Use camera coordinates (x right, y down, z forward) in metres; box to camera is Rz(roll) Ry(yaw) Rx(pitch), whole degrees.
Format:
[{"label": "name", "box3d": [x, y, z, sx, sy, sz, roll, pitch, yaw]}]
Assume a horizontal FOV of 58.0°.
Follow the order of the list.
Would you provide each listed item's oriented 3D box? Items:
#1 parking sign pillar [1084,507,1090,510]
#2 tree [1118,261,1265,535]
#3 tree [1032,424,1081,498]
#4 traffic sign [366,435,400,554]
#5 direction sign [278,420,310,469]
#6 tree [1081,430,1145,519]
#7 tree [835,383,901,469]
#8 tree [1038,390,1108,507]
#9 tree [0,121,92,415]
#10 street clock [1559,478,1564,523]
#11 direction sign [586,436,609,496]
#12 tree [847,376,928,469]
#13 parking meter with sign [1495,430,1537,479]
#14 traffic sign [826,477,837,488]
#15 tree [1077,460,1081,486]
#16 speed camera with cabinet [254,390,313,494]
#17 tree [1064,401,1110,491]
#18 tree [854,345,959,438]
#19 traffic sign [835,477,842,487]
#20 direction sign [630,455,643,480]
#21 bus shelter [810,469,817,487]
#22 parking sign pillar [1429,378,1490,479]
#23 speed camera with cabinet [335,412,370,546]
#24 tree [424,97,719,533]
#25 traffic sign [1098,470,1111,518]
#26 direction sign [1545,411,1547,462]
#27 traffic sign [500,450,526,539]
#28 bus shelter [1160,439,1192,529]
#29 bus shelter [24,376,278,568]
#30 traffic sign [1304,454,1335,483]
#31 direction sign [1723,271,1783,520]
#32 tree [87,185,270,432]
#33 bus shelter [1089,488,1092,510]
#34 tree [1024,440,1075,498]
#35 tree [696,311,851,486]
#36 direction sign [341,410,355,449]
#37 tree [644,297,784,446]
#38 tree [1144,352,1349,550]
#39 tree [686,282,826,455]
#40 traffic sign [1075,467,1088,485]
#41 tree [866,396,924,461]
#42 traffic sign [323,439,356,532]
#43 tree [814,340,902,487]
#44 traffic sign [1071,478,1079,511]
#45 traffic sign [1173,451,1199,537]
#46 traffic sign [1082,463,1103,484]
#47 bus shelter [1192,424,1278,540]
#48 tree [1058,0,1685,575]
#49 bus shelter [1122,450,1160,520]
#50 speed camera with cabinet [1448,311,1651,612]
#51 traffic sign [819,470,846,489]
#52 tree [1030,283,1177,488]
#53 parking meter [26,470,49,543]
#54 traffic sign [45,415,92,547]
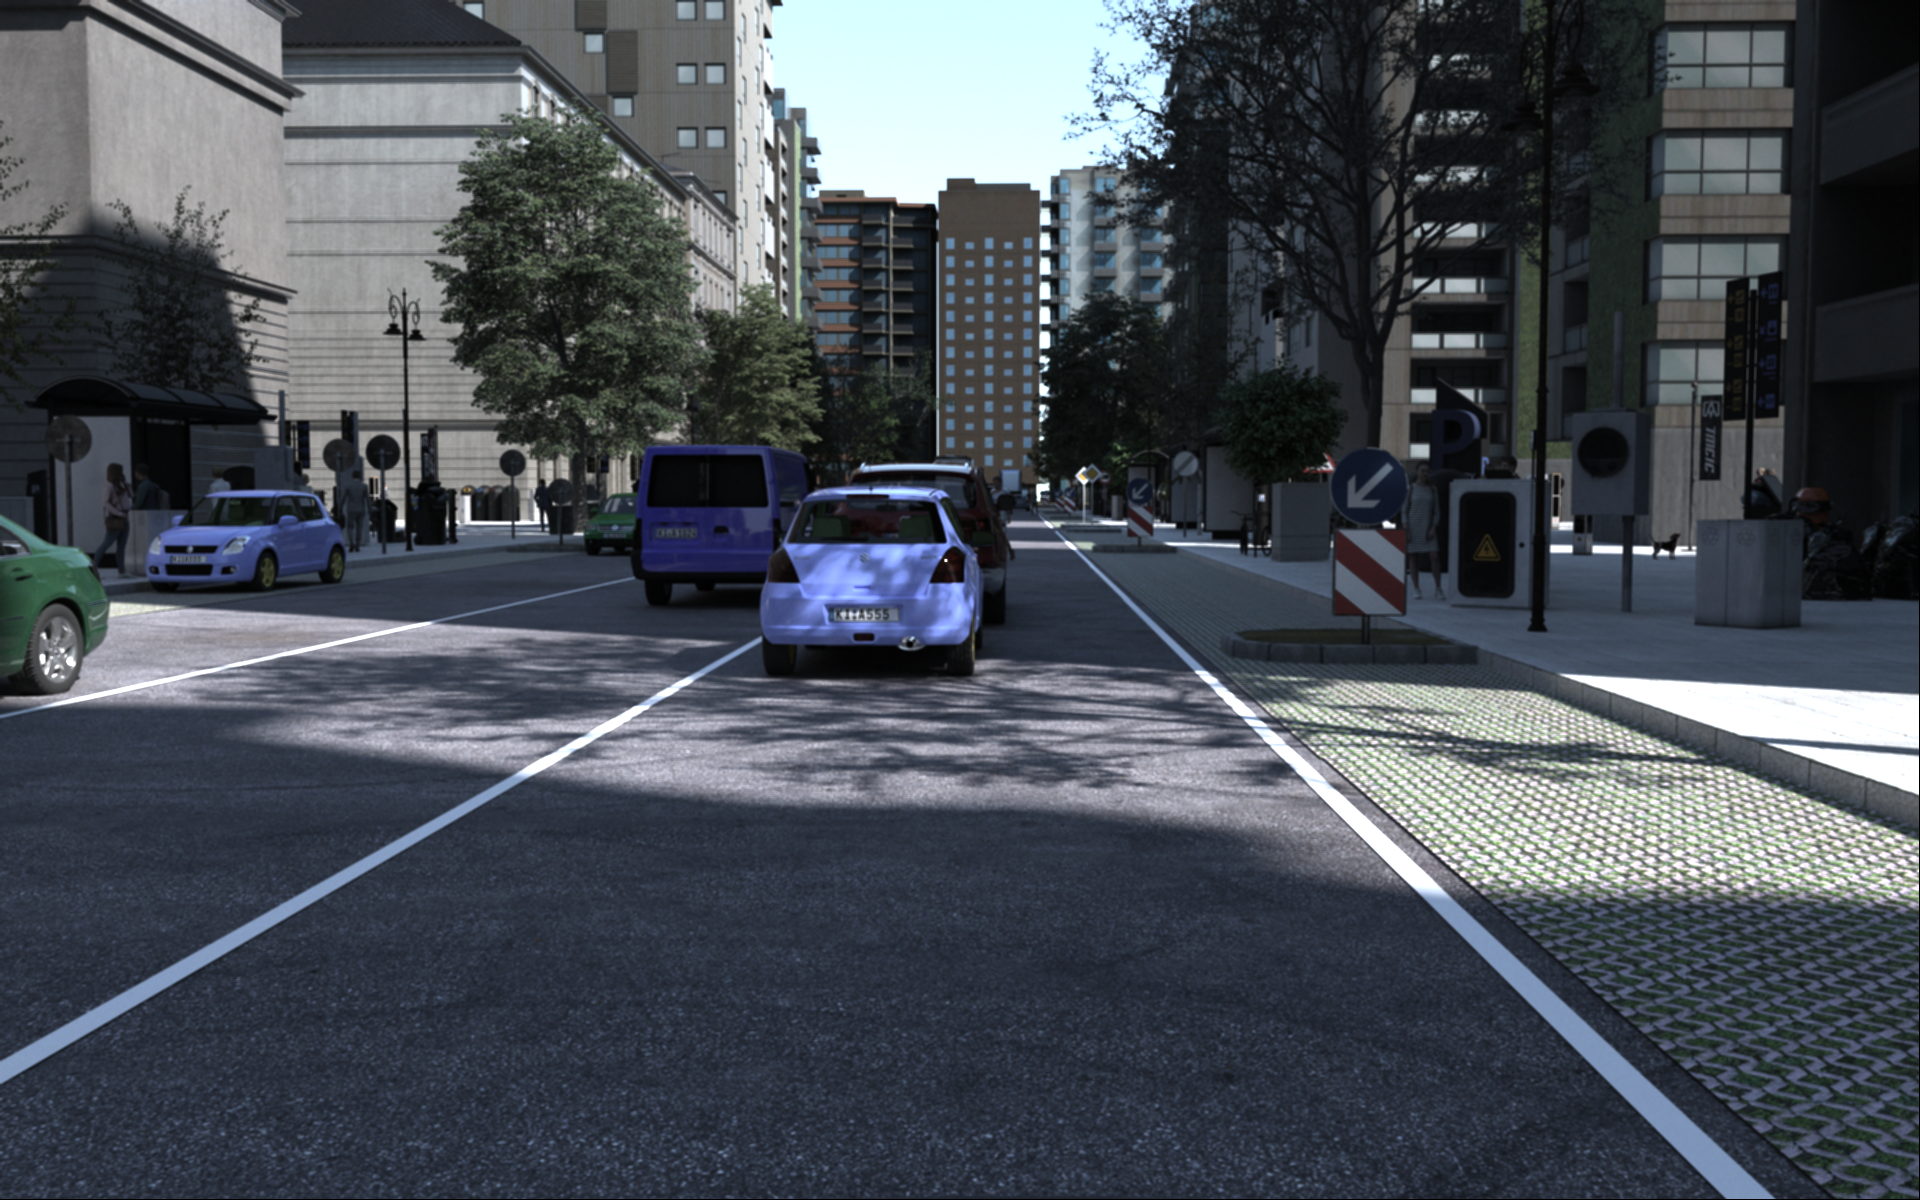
[{"label": "parking sign pillar", "box3d": [10.976, -9.481, 143.478, 1.447, 3.967, 1.447, 1, 4, 10]}, {"label": "tree", "box3d": [7.292, -6.352, 54.221, 4.360, 8.622, 3.978, 0, 3, 0]}, {"label": "tree", "box3d": [13.219, -18.630, 222.721, 7.486, 12.596, 7.792, 0, 3, 0]}, {"label": "traffic sign", "box3d": [-12.373, -2.265, 37.141, 0.768, 2.556, 0.104, 0, 4, 6]}, {"label": "direction sign", "box3d": [-20.410, -3.741, 53.168, 0.876, 3.537, 0.379, -1, 4, -16]}, {"label": "tree", "box3d": [8.834, -6.413, 88.566, 4.285, 4.588, 4.351, 0, 3, 0]}, {"label": "tree", "box3d": [-9.157, -14.390, 161.032, 9.928, 11.665, 9.643, 0, 3, 0]}, {"label": "tree", "box3d": [11.264, -14.669, 165.589, 9.928, 11.665, 9.643, 0, 3, 0]}, {"label": "tree", "box3d": [-19.126, -5.050, 32.923, 4.737, 8.622, 4.395, 0, 3, 0]}, {"label": "street clock", "box3d": [26.911, -4.485, 77.895, 0.471, 2.002, 0.358, -2, 4, -30]}, {"label": "direction sign", "box3d": [-13.423, -4.418, 64.224, 0.876, 3.537, 0.379, -3, 4, -36]}, {"label": "tree", "box3d": [-8.127, -17.085, 185.997, 9.857, 13.997, 8.962, 0, 3, 0]}, {"label": "parking meter with sign", "box3d": [14.741, -3.114, 47.173, 1.738, 3.016, 0.543, 1, 4, 11]}, {"label": "traffic sign", "box3d": [-9.469, -7.793, 127.518, 0.768, 2.556, 0.104, 1, 4, 11]}, {"label": "tree", "box3d": [9.375, -8.213, 117.988, 4.285, 4.588, 4.351, 0, 3, 0]}, {"label": "speed camera with cabinet", "box3d": [-13.188, -2.412, 33.771, 0.660, 3.252, 2.038, 0, 4, -6]}, {"label": "tree", "box3d": [9.755, -10.923, 128.952, 4.737, 8.622, 4.395, 0, 3, 0]}, {"label": "tree", "box3d": [-6.431, -22.220, 219.191, 12.611, 20.169, 13.585, 0, 3, 0]}, {"label": "traffic sign", "box3d": [-9.396, -8.054, 131.792, 0.768, 2.556, 0.104, 1, 4, 11]}, {"label": "direction sign", "box3d": [-18.476, -6.558, 99.217, 0.876, 3.537, 0.379, 1, 4, 18]}, {"label": "bus shelter", "box3d": [-11.152, -8.156, 124.640, 1.731, 3.624, 6.357, 0, 4, 2]}, {"label": "parking sign pillar", "box3d": [11.436, -3.132, 39.677, 1.447, 3.967, 1.447, 3, 5, 44]}, {"label": "speed camera with cabinet", "box3d": [-14.907, -2.945, 42.483, 0.660, 3.252, 2.038, -1, 4, -13]}, {"label": "tree", "box3d": [-12.380, -9.154, 56.326, 9.857, 13.997, 8.962, 0, 3, 0]}, {"label": "traffic sign", "box3d": [7.662, -5.595, 91.579, 0.768, 2.556, 0.104, 0, 4, 8]}, {"label": "direction sign", "box3d": [14.261, -3.078, 42.323, 0.379, 3.537, 0.876, 1, 4, 15]}, {"label": "traffic sign", "box3d": [-12.823, -3.030, 49.644, 0.768, 2.556, 0.104, 0, 4, 5]}, {"label": "bus shelter", "box3d": [8.429, -4.123, 61.331, 2.014, 3.302, 5.546, 0, 4, 2]}, {"label": "bus shelter", "box3d": [-14.912, -2.355, 32.422, 2.014, 3.302, 5.546, 0, 4, 2]}, {"label": "traffic sign", "box3d": [8.957, -2.634, 43.067, 0.884, 2.594, 0.081, 0, 4, 7]}, {"label": "direction sign", "box3d": [8.245, -1.596, 18.092, 0.379, 3.537, 0.876, -1, 4, -11]}, {"label": "tree", "box3d": [-19.094, -5.607, 42.045, 4.360, 8.622, 3.978, 0, 3, 0]}, {"label": "bus shelter", "box3d": [11.209, -9.799, 137.850, 2.179, 5.291, 8.768, 0, 4, 2]}, {"label": "tree", "box3d": [11.933, -17.095, 213.916, 8.767, 10.594, 7.601, 0, 4, 8]}, {"label": "tree", "box3d": [-11.354, -11.740, 108.951, 9.611, 12.733, 9.660, 0, 3, 0]}, {"label": "direction sign", "box3d": [-16.614, -3.373, 47.145, 0.379, 3.537, 0.876, 0, 4, 3]}, {"label": "tree", "box3d": [-12.083, -9.076, 82.806, 8.767, 10.594, 7.601, 3, 5, 41]}, {"label": "tree", "box3d": [7.339, -3.447, 40.065, 4.285, 4.588, 4.351, 0, 3, 0]}, {"label": "tree", "box3d": [-10.974, -10.664, 92.485, 7.486, 12.596, 7.792, 0, 3, 0]}, {"label": "traffic sign", "box3d": [5.246, -4.335, 73.067, 0.795, 2.593, 0.064, 0, 4, 2]}, {"label": "tree", "box3d": [-7.810, -17.052, 196.928, 7.486, 12.596, 7.792, 0, 3, 0]}, {"label": "traffic sign", "box3d": [-14.307, -2.436, 39.929, 0.768, 2.556, 0.104, 0, 4, 3]}, {"label": "tree", "box3d": [-9.504, -13.915, 137.884, 12.009, 13.543, 11.850, 0, 3, 0]}, {"label": "traffic sign", "box3d": [8.988, -8.189, 133.990, 0.768, 2.556, 0.104, 0, 4, 5]}, {"label": "traffic sign", "box3d": [6.675, -3.134, 51.340, 0.768, 2.556, 0.104, 0, 4, 3]}, {"label": "traffic sign", "box3d": [4.983, -3.847, 65.086, 0.795, 2.593, 0.064, 0, 4, 2]}, {"label": "bus shelter", "box3d": [7.578, -3.204, 46.303, 2.014, 3.302, 5.546, 0, 4, 2]}, {"label": "tree", "box3d": [6.574, -7.166, 27.531, 12.009, 13.543, 11.850, 0, 3, 0]}, {"label": "bus shelter", "box3d": [8.892, -5.424, 82.598, 2.014, 3.302, 5.546, 0, 4, 2]}, {"label": "speed camera with cabinet", "box3d": [6.492, -1.517, 19.141, 2.038, 3.252, 0.660, 3, 4, 38]}, {"label": "traffic sign", "box3d": [-10.638, -9.209, 144.433, 2.265, 3.308, 0.079, 0, 4, 8]}, {"label": "tree", "box3d": [9.000, -12.200, 106.132, 9.857, 13.997, 8.962, 0, 3, 0]}, {"label": "parking meter", "box3d": [-22.061, -2.184, 41.419, 0.399, 1.863, 0.255, -1, 4, -9]}, {"label": "traffic sign", "box3d": [-14.373, -1.702, 27.935, 0.768, 2.556, 0.104, 0, 4, 3]}]
